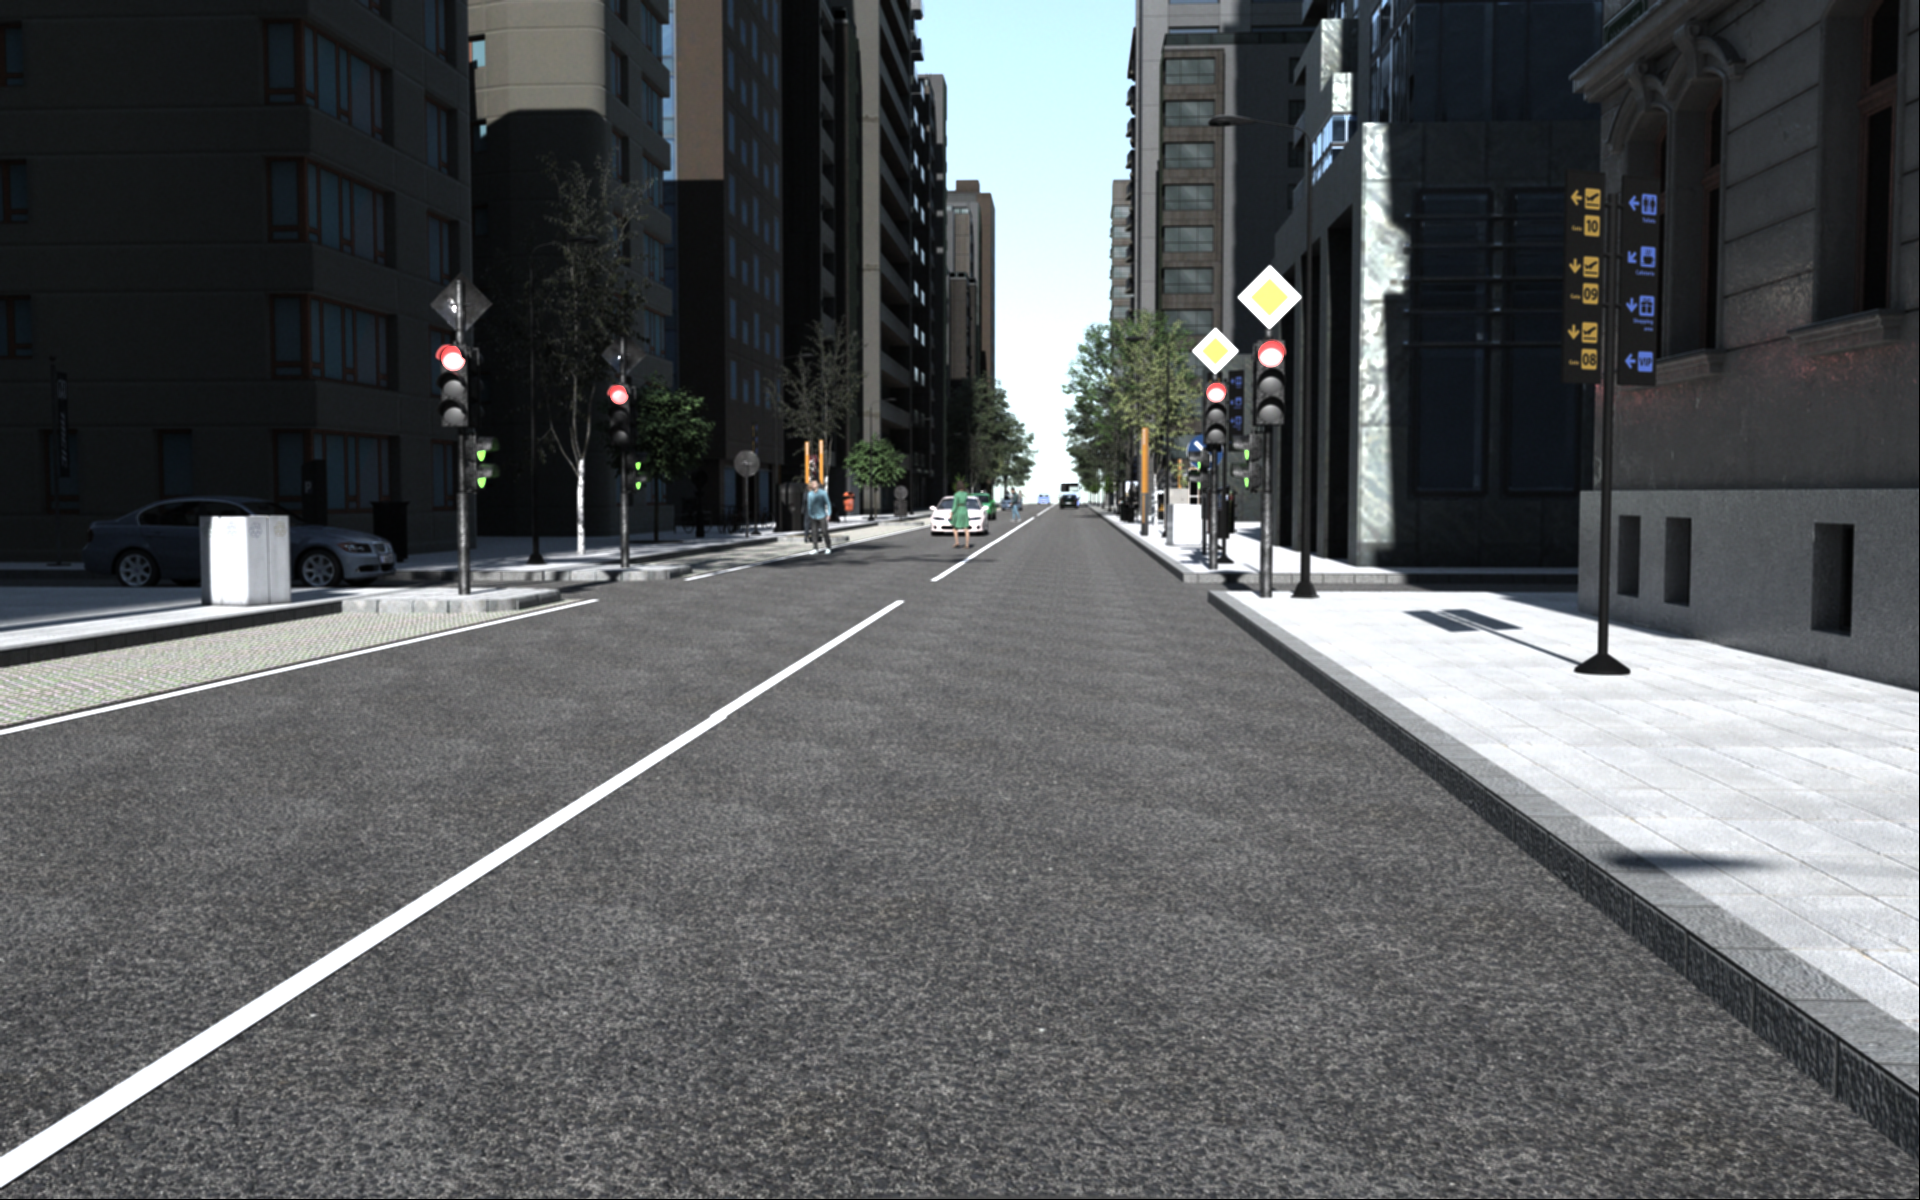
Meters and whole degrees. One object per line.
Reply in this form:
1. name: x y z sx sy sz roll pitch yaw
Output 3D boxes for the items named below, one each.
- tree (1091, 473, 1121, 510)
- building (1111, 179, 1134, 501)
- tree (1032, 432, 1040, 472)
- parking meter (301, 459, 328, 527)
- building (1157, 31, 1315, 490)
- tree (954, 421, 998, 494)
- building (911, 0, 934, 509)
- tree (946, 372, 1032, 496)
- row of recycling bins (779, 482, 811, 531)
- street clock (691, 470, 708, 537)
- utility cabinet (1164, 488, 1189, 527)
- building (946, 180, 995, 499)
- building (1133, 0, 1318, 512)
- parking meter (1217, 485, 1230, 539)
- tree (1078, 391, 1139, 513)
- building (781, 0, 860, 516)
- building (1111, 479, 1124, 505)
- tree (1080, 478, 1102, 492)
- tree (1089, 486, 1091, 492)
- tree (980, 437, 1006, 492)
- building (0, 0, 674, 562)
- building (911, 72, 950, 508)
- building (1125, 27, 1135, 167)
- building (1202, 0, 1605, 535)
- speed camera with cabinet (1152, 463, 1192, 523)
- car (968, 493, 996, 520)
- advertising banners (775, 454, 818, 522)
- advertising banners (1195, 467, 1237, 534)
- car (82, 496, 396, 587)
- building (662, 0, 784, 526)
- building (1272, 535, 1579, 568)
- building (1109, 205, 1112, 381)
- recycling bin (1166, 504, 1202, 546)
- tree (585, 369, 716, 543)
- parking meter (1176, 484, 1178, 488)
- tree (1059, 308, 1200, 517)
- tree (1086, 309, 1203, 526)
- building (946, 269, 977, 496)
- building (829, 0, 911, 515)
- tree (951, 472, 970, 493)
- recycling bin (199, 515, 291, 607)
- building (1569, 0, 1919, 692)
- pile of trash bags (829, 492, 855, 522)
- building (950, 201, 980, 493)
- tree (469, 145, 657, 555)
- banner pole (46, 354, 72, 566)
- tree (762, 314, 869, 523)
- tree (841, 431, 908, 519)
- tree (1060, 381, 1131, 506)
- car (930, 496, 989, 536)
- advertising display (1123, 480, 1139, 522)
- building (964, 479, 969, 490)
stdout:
1. tree: 12.206 -9.033 142.283 1.663 3.219 1.824 0 3 0
2. building: 26.786 -33.225 226.819 14.154 41.232 14.086 0 4 4
3. tree: 7.088 -21.888 264.528 9.857 13.997 8.962 0 3 0
4. parking meter: -10.961 -1.450 29.421 0.399 1.863 0.255 2 4 33
5. building: 19.813 -20.830 112.273 14.160 30.474 14.107 0 4 4
6. tree: 1.469 -13.510 171.242 4.360 8.622 3.978 0 3 0
7. building: -14.666 -31.952 142.023 23.786 49.044 30.456 0 4 4
8. tree: 1.062 -16.721 180.051 9.857 13.997 8.962 0 3 0
9. row of recycling bins: -5.751 -3.299 61.053 1.069 1.692 3.534 0 4 4
10. street clock: -7.693 -2.853 51.220 0.471 2.002 0.358 -3 5 -42
11. utility cabinet: 8.279 -3.490 65.742 1.173 1.500 0.318 -3 4 -37
12. building: -2.112 -36.726 250.576 14.600 45.320 14.200 0 4 4
13. building: 23.892 -36.105 132.320 21.231 58.520 28.212 0 4 4
14. parking meter: 7.579 -2.539 49.916 0.372 1.533 0.369 0 3 0
15. tree: 10.028 -10.029 114.331 4.360 8.622 3.978 0 3 0
16. building: -13.561 -19.983 98.423 14.160 30.474 14.107 0 4 4
17. building: 34.205 -31.496 206.835 32.217 40.220 23.993 0 4 4
18. tree: 19.368 -16.645 255.851 4.285 4.588 4.351 0 3 0
19. tree: 17.183 -13.876 221.469 1.663 3.219 1.824 0 3 0
20. tree: 3.279 -15.592 205.288 4.737 8.622 4.395 0 3 0
21. building: -24.776 -12.341 46.814 27.650 21.520 28.899 0 4 4
22. building: -8.706 -29.392 164.155 14.154 41.232 14.086 0 4 4
23. building: 26.690 -31.034 162.028 22.147 44.769 28.867 0 4 4
24. building: 22.750 -46.427 71.757 22.319 86.520 31.000 0 4 4
25. speed camera with cabinet: 9.563 -5.052 76.940 2.038 3.252 0.660 1 4 11
26. car: 1.010 -5.326 95.871 1.959 1.807 4.718 0 4 5
27. advertising banners: -7.175 -4.887 76.082 2.074 3.025 0.090 1 4 20
28. advertising banners: 8.207 -3.653 55.921 2.074 3.025 0.090 -3 4 -38
29. car: -10.923 -0.882 26.416 4.499 1.417 2.014 0 4 2
30. building: -15.848 -26.046 75.958 14.600 45.320 14.200 0 4 4
31. building: 23.162 -44.361 37.975 31.000 86.520 22.319 0 4 4
32. building: 32.470 -36.286 247.897 22.147 44.769 28.867 0 4 4
33. recycling bin: 5.534 -1.851 42.812 0.722 1.027 0.722 0 4 -8
34. tree: -8.127 -3.794 45.738 4.285 4.588 4.351 0 3 0
35. parking meter: 12.839 -5.859 101.502 0.255 1.863 0.399 2 4 23
36. tree: 9.402 -10.376 95.400 9.928 11.665 9.643 0 3 0
37. tree: 7.776 -7.225 68.493 4.737 8.622 4.395 0 3 0
38. building: -5.149 -27.577 222.585 14.160 30.474 14.107 0 4 4
39. building: -14.862 -30.111 116.019 21.300 48.544 21.600 0 4 4
40. tree: -0.142 -9.726 153.619 1.663 3.219 1.824 0 3 0
41. recycling bin: -8.306 -0.464 20.141 0.722 1.027 0.722 2 4 25
42. building: 12.201 -13.400 6.474 14.401 28.519 23.554 0 4 4
43. pile of trash bags: -6.287 -4.320 80.381 3.447 1.369 1.912 -3 5 -43
44. building: -4.604 -33.806 236.321 14.154 41.232 14.086 0 4 4
45. tree: -8.201 -5.283 36.739 4.360 8.622 3.978 0 3 0
46. banner pole: -16.196 -2.519 31.195 0.401 3.779 0.863 0 4 -6
47. tree: -5.677 -7.370 70.861 4.360 8.622 3.978 0 3 0
48. tree: -4.444 -6.504 90.048 4.285 4.588 4.351 0 3 0
49. tree: 15.997 -17.305 189.583 9.857 13.997 8.962 0 3 0
50. car: 0.006 -2.968 60.886 2.083 1.381 4.827 0 4 3
51. advertising display: 7.974 -4.620 80.751 0.974 1.923 0.123 -3 5 -42
52. building: -15.194 -31.315 203.876 32.217 40.220 23.993 0 4 4
